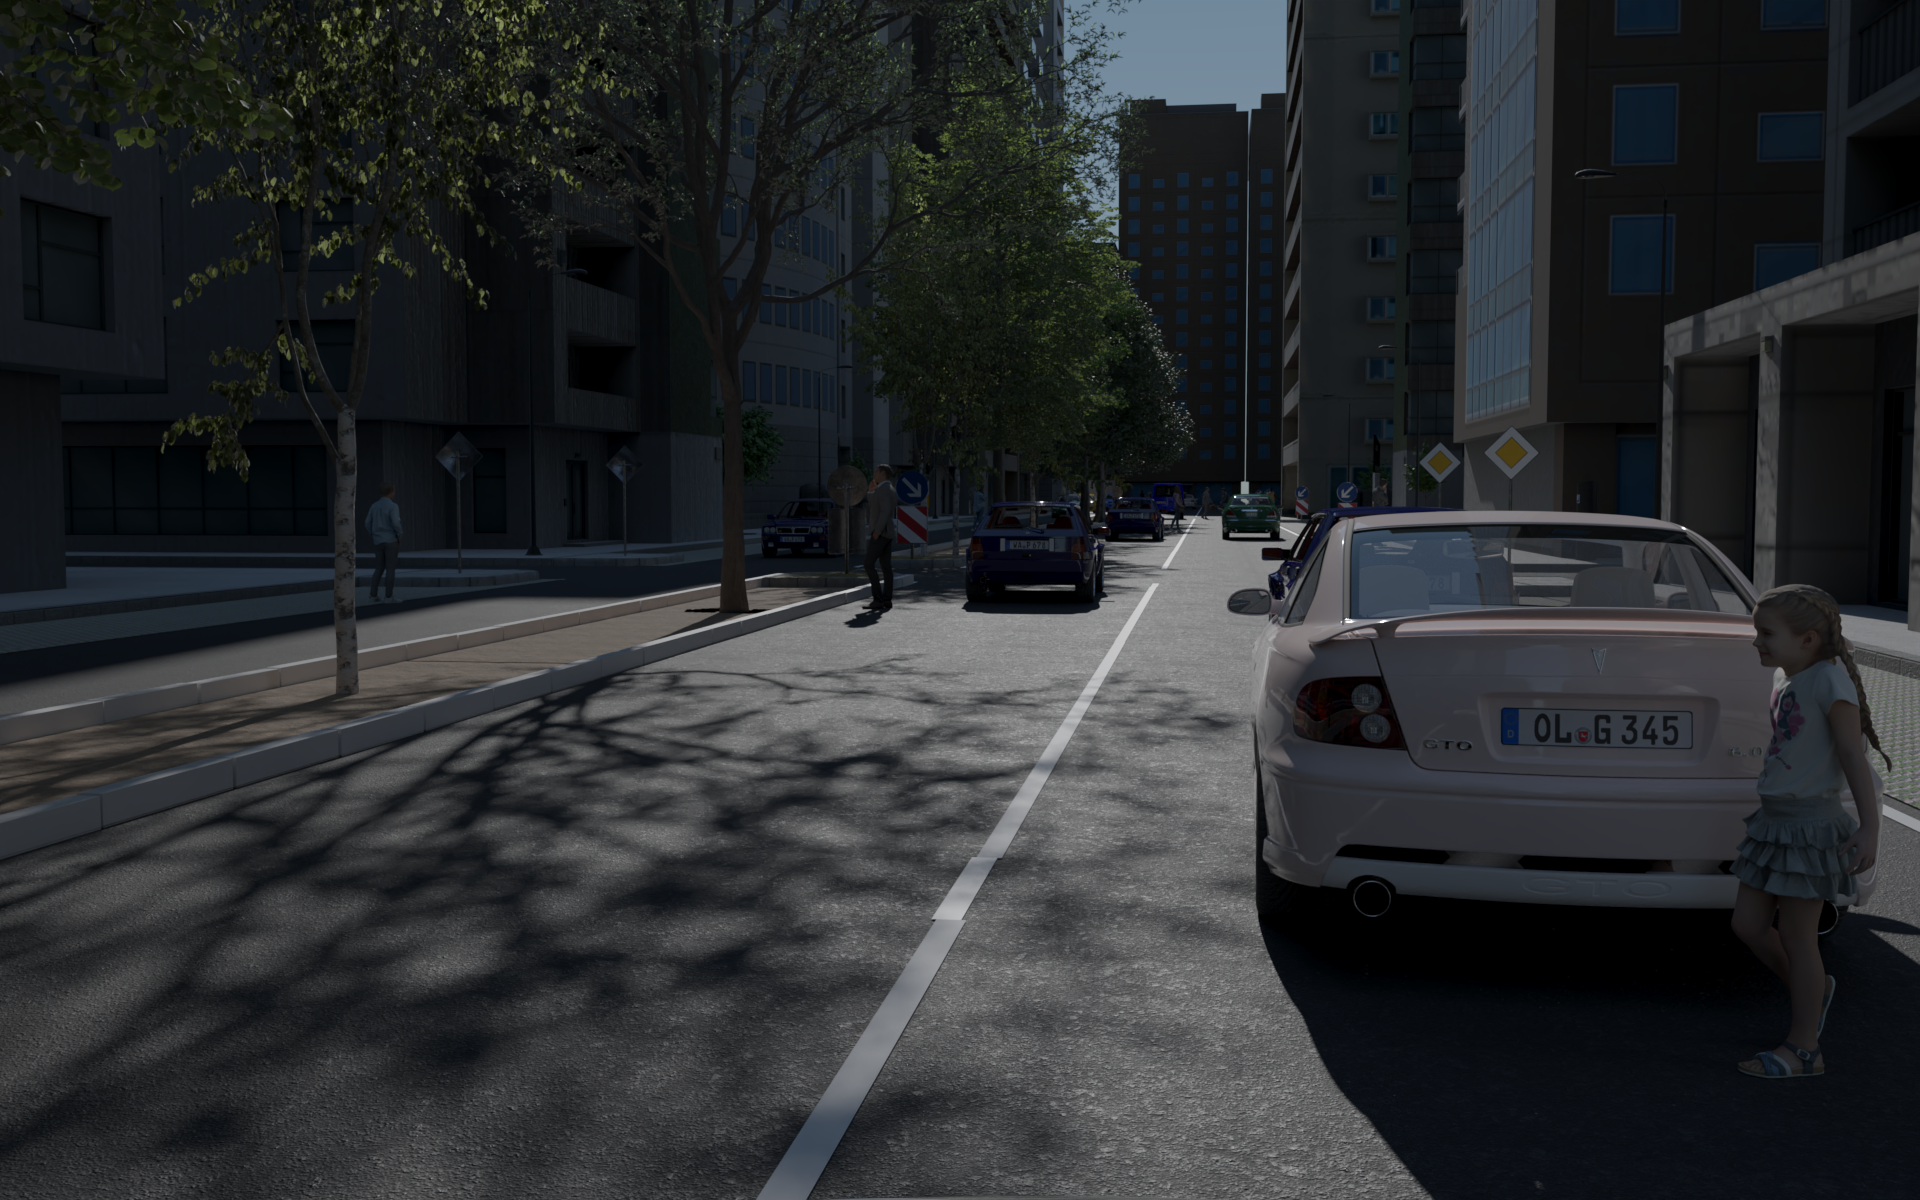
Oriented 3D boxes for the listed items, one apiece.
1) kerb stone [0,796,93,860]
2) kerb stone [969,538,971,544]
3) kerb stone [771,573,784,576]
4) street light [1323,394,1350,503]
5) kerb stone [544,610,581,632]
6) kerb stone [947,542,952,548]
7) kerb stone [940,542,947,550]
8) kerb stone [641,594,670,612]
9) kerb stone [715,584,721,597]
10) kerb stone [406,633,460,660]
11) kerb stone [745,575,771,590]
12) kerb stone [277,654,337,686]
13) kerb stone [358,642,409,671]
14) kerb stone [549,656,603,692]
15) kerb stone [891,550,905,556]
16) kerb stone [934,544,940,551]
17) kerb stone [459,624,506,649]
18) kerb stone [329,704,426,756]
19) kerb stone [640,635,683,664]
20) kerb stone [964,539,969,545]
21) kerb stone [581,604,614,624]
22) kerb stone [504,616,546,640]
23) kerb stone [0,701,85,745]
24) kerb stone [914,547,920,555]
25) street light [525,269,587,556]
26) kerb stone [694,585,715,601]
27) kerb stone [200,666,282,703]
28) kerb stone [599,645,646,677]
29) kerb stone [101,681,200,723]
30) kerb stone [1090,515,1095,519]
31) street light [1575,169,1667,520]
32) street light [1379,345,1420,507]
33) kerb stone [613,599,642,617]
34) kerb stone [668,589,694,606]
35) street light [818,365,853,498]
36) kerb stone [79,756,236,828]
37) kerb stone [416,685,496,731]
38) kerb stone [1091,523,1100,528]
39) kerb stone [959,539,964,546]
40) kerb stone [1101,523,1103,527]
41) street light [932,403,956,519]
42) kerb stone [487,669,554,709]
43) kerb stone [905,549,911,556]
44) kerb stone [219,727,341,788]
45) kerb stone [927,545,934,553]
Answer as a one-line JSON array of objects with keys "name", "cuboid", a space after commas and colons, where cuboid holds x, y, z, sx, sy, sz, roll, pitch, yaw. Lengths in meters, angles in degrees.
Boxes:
[{"name": "kerb stone", "cuboid": [-3.803, 0.942, 6.916, 0.120, 0.150, 1.000, 1, 4, 8]}, {"name": "kerb stone", "cuboid": [0.196, -1.657, 49.340, 0.120, 0.150, 1.000, 1, 4, 8]}, {"name": "kerb stone", "cuboid": [-2.959, -0.324, 27.490, 0.120, 0.150, 1.000, 1, 4, 8]}, {"name": "street light", "cuboid": [17.557, -6.611, 80.633, 1.470, 5.913, 1.316, 1, 4, 8]}, {"name": "kerb stone", "cuboid": [-4.277, 0.235, 18.357, 0.120, 0.150, 1.000, 1, 4, 8]}, {"name": "kerb stone", "cuboid": [-0.397, -1.411, 45.265, 0.120, 0.150, 1.000, 1, 4, 8]}, {"name": "kerb stone", "cuboid": [-0.537, -1.347, 44.253, 0.120, 0.150, 1.000, 1, 4, 8]}, {"name": "kerb stone", "cuboid": [-3.834, 0.048, 21.406, 0.120, 0.150, 1.000, 1, 4, 8]}, {"name": "kerb stone", "cuboid": [-3.397, -0.135, 24.444, 0.120, 0.150, 1.000, 1, 4, 8]}, {"name": "kerb stone", "cuboid": [-4.720, 0.420, 15.323, 0.120, 0.150, 1.000, 1, 4, 8]}, {"name": "kerb stone", "cuboid": [-3.105, -0.260, 26.475, 0.120, 0.150, 1.000, 1, 4, 8]}, {"name": "kerb stone", "cuboid": [-5.000, 0.545, 13.292, 0.120, 0.150, 1.000, 1, 4, 8]}, {"name": "kerb stone", "cuboid": [-4.860, 0.482, 14.311, 0.120, 0.150, 1.000, 1, 4, 8]}, {"name": "kerb stone", "cuboid": [-2.927, 0.563, 13.001, 0.120, 0.150, 1.000, 1, 4, 8]}, {"name": "kerb stone", "cuboid": [-1.419, -0.977, 38.172, 0.120, 0.150, 1.000, 1, 4, 8]}, {"name": "kerb stone", "cuboid": [-0.686, -1.285, 43.241, 0.120, 0.150, 1.000, 1, 4, 8]}, {"name": "kerb stone", "cuboid": [-4.569, 0.364, 16.335, 0.120, 0.150, 1.000, 1, 4, 8]}, {"name": "kerb stone", "cuboid": [-3.364, 0.749, 9.954, 0.120, 0.150, 1.000, 1, 4, 8]}, {"name": "kerb stone", "cuboid": [-2.633, 0.439, 15.025, 0.120, 0.150, 1.000, 1, 4, 8]}, {"name": "kerb stone", "cuboid": [0.050, -1.598, 48.328, 0.120, 0.150, 1.000, 1, 4, 8]}, {"name": "kerb stone", "cuboid": [-4.126, 0.173, 19.370, 0.120, 0.150, 1.000, 1, 4, 8]}, {"name": "kerb stone", "cuboid": [-4.421, 0.297, 17.346, 0.120, 0.150, 1.000, 1, 4, 8]}, {"name": "kerb stone", "cuboid": [-5.442, 0.732, 10.252, 0.120, 0.150, 1.000, 1, 4, 8]}, {"name": "kerb stone", "cuboid": [-1.121, -1.101, 40.197, 0.120, 0.150, 1.000, 1, 4, 8]}, {"name": "street light", "cuboid": [-8.381, -3.879, 35.965, 1.470, 5.913, 1.316, 1, 4, 8]}, {"name": "kerb stone", "cuboid": [-3.544, -0.075, 23.429, 0.120, 0.150, 1.000, 1, 4, 8]}, {"name": "kerb stone", "cuboid": [-5.146, 0.612, 12.281, 0.120, 0.150, 1.000, 1, 4, 8]}, {"name": "kerb stone", "cuboid": [-2.783, 0.505, 14.014, 0.120, 0.150, 1.000, 1, 4, 8]}, {"name": "kerb stone", "cuboid": [-5.306, 0.669, 11.264, 0.120, 0.150, 1.000, 1, 4, 8]}, {"name": "kerb stone", "cuboid": [7.954, -4.949, 103.125, 0.120, 0.150, 1.000, 1, 4, 8]}, {"name": "street light", "cuboid": [9.502, -3.201, 24.883, 1.470, 5.913, 1.316, 1, 4, 8]}, {"name": "street light", "cuboid": [13.772, -4.994, 54.192, 1.470, 5.913, 1.316, 1, 4, 8]}, {"name": "kerb stone", "cuboid": [-3.989, 0.111, 20.386, 0.120, 0.150, 1.000, 1, 4, 8]}, {"name": "kerb stone", "cuboid": [-3.688, -0.014, 22.417, 0.120, 0.150, 1.000, 1, 4, 8]}, {"name": "street light", "cuboid": [-4.548, -5.503, 62.516, 1.470, 5.913, 1.316, 1, 4, 8]}, {"name": "kerb stone", "cuboid": [-3.663, 0.874, 7.928, 0.120, 0.150, 1.000, 1, 4, 8]}, {"name": "kerb stone", "cuboid": [-3.218, 0.686, 10.974, 0.120, 0.150, 1.000, 1, 4, 8]}, {"name": "kerb stone", "cuboid": [5.638, -3.069, 72.381, 0.120, 0.150, 1.000, 1, 4, 8]}, {"name": "kerb stone", "cuboid": [-0.099, -1.536, 47.306, 0.120, 0.150, 1.000, 1, 4, 8]}, {"name": "kerb stone", "cuboid": [5.931, -3.194, 74.418, 0.120, 0.150, 1.000, 1, 4, 8]}, {"name": "street light", "cuboid": [-0.737, -7.122, 88.984, 1.470, 5.913, 1.316, 1, 4, 8]}, {"name": "kerb stone", "cuboid": [-3.077, 0.624, 11.991, 0.120, 0.150, 1.000, 1, 4, 8]}, {"name": "kerb stone", "cuboid": [-1.277, -1.038, 39.187, 0.120, 0.150, 1.000, 1, 4, 8]}, {"name": "kerb stone", "cuboid": [-3.515, 0.812, 8.944, 0.120, 0.150, 1.000, 1, 4, 8]}, {"name": "kerb stone", "cuboid": [-0.832, -1.225, 42.225, 0.120, 0.150, 1.000, 1, 4, 8]}]
